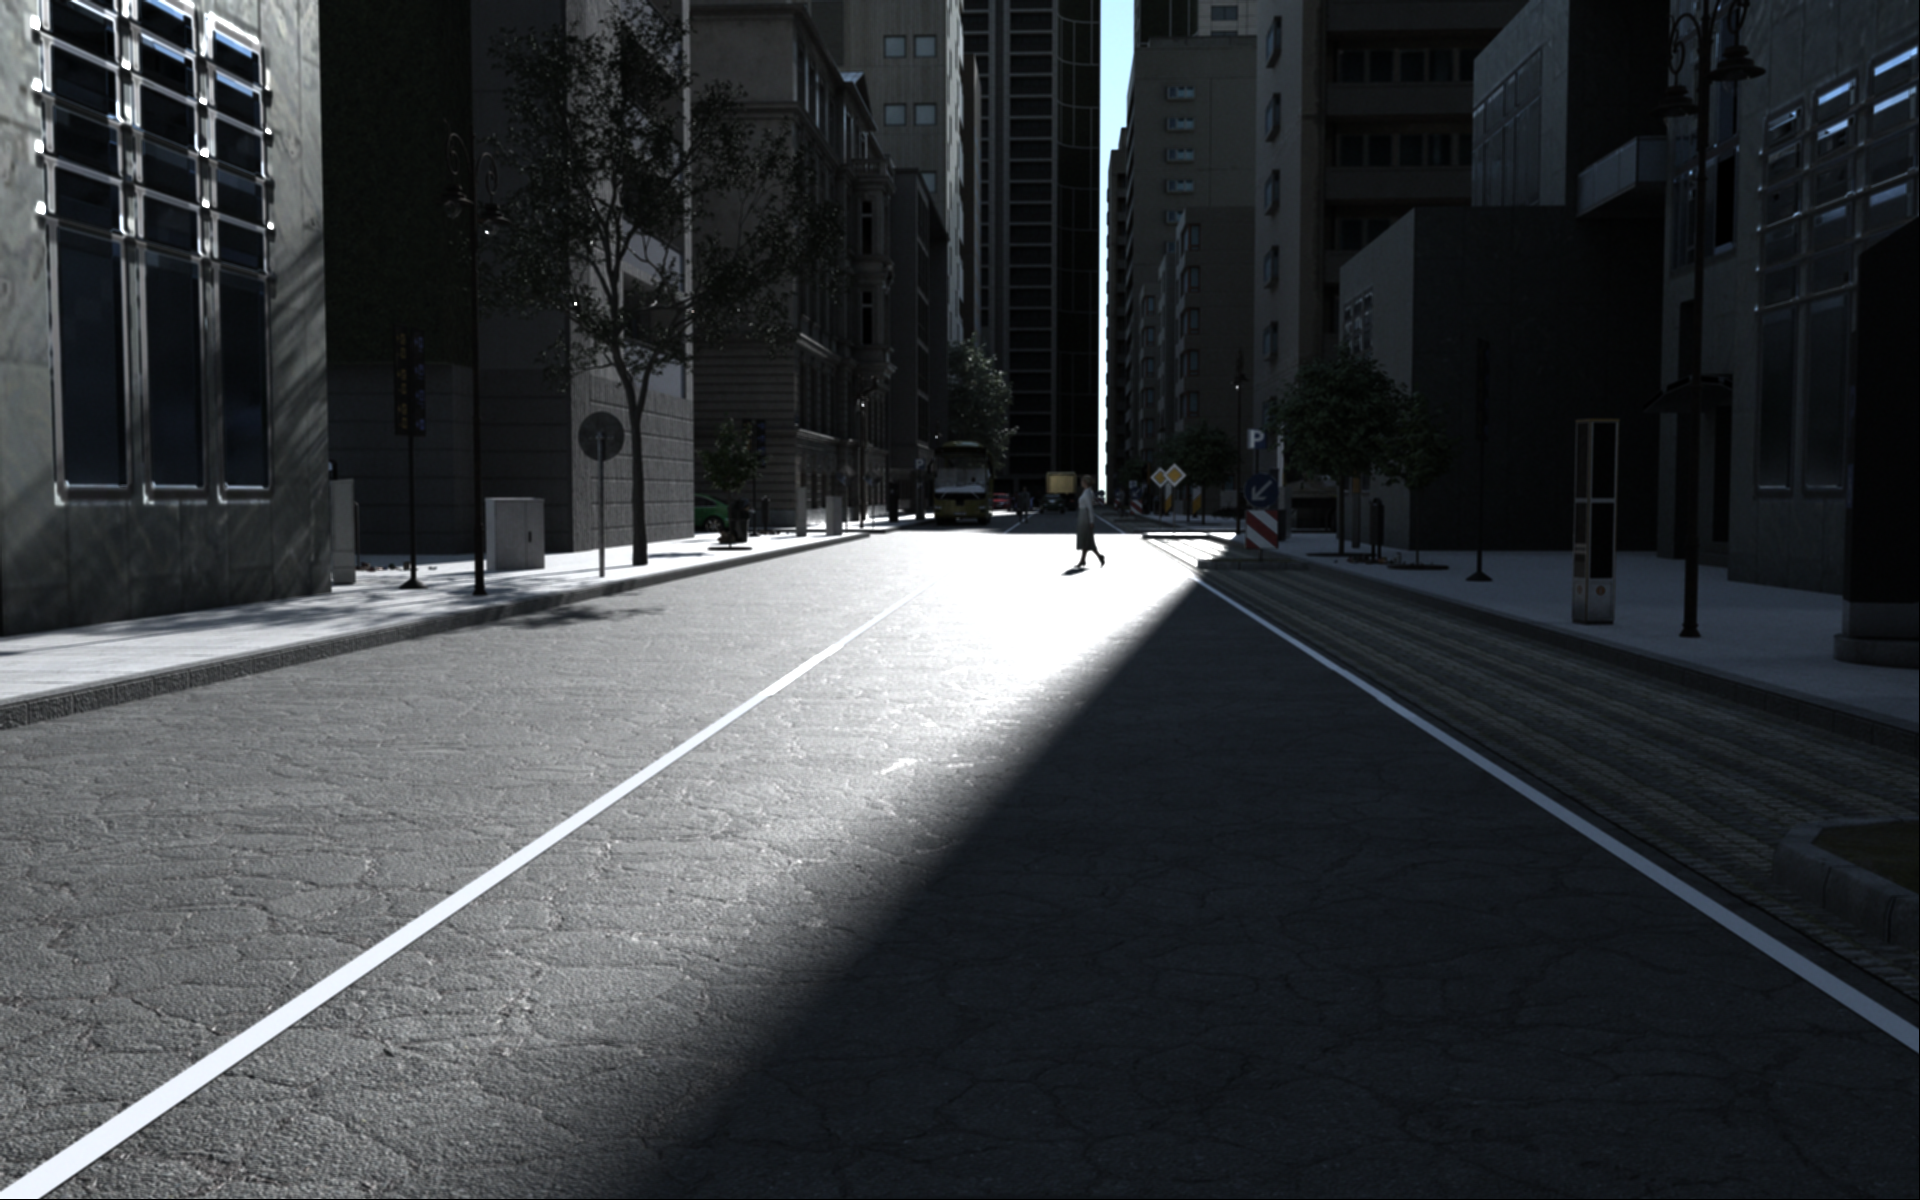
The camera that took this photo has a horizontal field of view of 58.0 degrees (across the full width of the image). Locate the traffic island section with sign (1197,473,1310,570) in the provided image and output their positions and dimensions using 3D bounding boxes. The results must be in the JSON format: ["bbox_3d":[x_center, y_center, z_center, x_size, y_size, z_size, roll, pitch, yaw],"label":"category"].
[{"bbox_3d":[5.592,-1.506,33.252,1.989,1.847,2.006,0,4,3],"label":"traffic island section with sign"}]

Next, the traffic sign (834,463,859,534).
[{"bbox_3d":[-3.691,-3.219,56.278,0.795,2.450,0.064,0,4,3],"label":"traffic sign"}]

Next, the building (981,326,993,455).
[{"bbox_3d":[-11.130,-21.815,201.711,28.899,21.520,27.650,0,4,3],"label":"building"}]

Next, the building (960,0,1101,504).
[{"bbox_3d":[8.410,-48.537,231.829,20.611,71.187,20.563,0,4,3],"label":"building"}]

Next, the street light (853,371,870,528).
[{"bbox_3d":[-3.692,-5.631,64.861,0.468,5.910,1.993,0,4,3],"label":"street light"}]

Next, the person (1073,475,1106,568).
[{"bbox_3d":[2.533,-1.530,33.747,0.641,1.798,0.478,1,4,17],"label":"person"}]

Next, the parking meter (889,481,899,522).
[{"bbox_3d":[-3.015,-4.475,78.882,0.399,1.863,0.255,2,4,28],"label":"parking meter"}]

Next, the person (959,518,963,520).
[{"bbox_3d":[0.052,-5.342,95.962,0.709,1.813,0.853,-2,4,-25],"label":"person"}]

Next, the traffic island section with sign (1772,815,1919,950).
[{"bbox_3d":[3.954,0.171,5.835,1.989,1.847,2.006,0,4,3],"label":"traffic island section with sign"}]

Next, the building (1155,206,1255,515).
[{"bbox_3d":[28.187,-16.698,118.055,27.650,21.520,28.899,0,4,3],"label":"building"}]

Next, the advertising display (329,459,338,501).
[{"bbox_3d":[-12.107,-1.662,32.393,0.974,1.923,0.123,1,4,10],"label":"advertising display"}]

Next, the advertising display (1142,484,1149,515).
[{"bbox_3d":[11.438,-6.212,106.772,0.123,1.923,0.974,-1,4,-14],"label":"advertising display"}]

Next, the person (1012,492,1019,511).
[{"bbox_3d":[4.673,-8.350,146.489,0.593,1.643,0.415,0,4,5],"label":"person"}]

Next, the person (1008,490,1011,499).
[{"bbox_3d":[5.085,-10.264,176.403,0.705,1.814,1.350,0,4,2],"label":"person"}]

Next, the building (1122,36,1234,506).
[{"bbox_3d":[28.350,-34.074,180.803,21.300,48.544,21.600,0,4,3],"label":"building"}]

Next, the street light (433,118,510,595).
[{"bbox_3d":[-6.111,-3.001,21.857,0.468,5.910,1.993,0,4,3],"label":"street light"}]

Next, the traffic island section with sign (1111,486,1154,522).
[{"bbox_3d":[8.838,-4.869,88.237,1.989,1.847,2.006,0,4,3],"label":"traffic island section with sign"}]

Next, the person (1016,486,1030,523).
[{"bbox_3d":[3.203,-4.792,86.947,0.694,1.812,0.767,-1,4,-9],"label":"person"}]

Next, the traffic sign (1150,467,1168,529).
[{"bbox_3d":[7.355,-3.667,63.605,0.795,2.450,0.064,0,4,3],"label":"traffic sign"}]

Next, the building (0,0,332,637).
[{"bbox_3d":[-18.230,-42.343,4.976,22.319,86.520,31.000,0,4,3],"label":"building"}]

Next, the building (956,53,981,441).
[{"bbox_3d":[-5.108,-32.046,174.063,14.600,45.320,14.200,0,4,3],"label":"building"}]

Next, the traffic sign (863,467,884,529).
[{"bbox_3d":[-3.220,-3.707,64.249,0.795,2.450,0.064,0,4,3],"label":"traffic sign"}]

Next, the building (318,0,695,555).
[{"bbox_3d":[-22.041,-30.792,45.451,28.212,58.520,21.231,0,4,3],"label":"building"}]

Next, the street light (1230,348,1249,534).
[{"bbox_3d":[8.850,-5.023,54.914,0.468,5.910,1.993,0,4,3],"label":"street light"}]

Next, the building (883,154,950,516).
[{"bbox_3d":[-8.713,-18.110,115.160,14.314,24.678,30.058,0,4,3],"label":"building"}]

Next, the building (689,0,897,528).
[{"bbox_3d":[-10.392,-16.116,82.582,14.460,24.649,34.723,0,4,3],"label":"building"}]

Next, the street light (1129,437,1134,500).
[{"bbox_3d":[13.645,-10.074,137.505,0.468,5.910,1.993,0,4,3],"label":"street light"}]

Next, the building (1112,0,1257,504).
[{"bbox_3d":[28.494,-46.664,201.206,20.563,71.187,20.611,0,4,3],"label":"building"}]

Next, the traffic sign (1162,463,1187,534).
[{"bbox_3d":[6.883,-3.180,55.634,0.795,2.450,0.064,0,4,3],"label":"traffic sign"}]

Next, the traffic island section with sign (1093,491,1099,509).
[{"bbox_3d":[13.418,-9.604,165.654,1.989,1.847,2.006,0,4,3],"label":"traffic island section with sign"}]

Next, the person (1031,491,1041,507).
[{"bbox_3d":[8.337,-11.166,191.204,1.348,1.807,0.705,1,4,23],"label":"person"}]

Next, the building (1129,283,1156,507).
[{"bbox_3d":[29.706,-19.011,155.865,27.650,21.520,28.899,0,4,3],"label":"building"}]

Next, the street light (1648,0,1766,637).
[{"bbox_3d":[6.565,-2.606,15.398,0.468,5.910,1.993,0,4,3],"label":"street light"}]

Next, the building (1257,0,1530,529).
[{"bbox_3d":[23.493,-27.434,72.240,21.600,48.544,21.300,0,4,3],"label":"building"}]

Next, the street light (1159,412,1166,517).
[{"bbox_3d":[11.466,-7.676,98.293,0.468,5.910,1.993,0,4,3],"label":"street light"}]

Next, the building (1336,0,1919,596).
[{"bbox_3d":[21.025,-43.933,30.973,22.319,86.520,31.000,0,4,3],"label":"building"}]

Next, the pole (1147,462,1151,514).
[{"bbox_3d":[12.192,-7.212,111.757,0.158,3.312,0.155,0,3,0],"label":"pole"}]

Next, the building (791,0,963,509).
[{"bbox_3d":[-13.695,-34.511,153.498,28.713,52.752,27.495,0,4,3],"label":"building"}]

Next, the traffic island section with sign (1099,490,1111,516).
[{"bbox_3d":[10.459,-6.535,115.469,1.989,1.847,2.006,0,4,3],"label":"traffic island section with sign"}]

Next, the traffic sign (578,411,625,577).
[{"bbox_3d":[-5.542,-1.629,26.742,0.768,2.556,0.104,1,4,13],"label":"traffic sign"}]

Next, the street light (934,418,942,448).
[{"bbox_3d":[-1.342,-8.058,104.533,0.468,5.910,1.993,0,4,3],"label":"street light"}]

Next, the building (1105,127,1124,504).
[{"bbox_3d":[30.299,-37.168,231.390,21.600,48.544,21.300,0,4,3],"label":"building"}]

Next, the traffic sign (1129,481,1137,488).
[{"bbox_3d":[13.222,-7.966,132.381,0.606,2.300,0.079,1,4,11],"label":"traffic sign"}]

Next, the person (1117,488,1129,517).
[{"bbox_3d":[10.105,-6.082,108.057,0.853,1.813,0.709,-1,4,-15],"label":"person"}]

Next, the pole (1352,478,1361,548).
[{"bbox_3d":[9.398,-2.885,41.010,0.158,3.312,0.155,0,3,0],"label":"pole"}]

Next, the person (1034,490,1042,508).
[{"bbox_3d":[7.988,-10.237,176.018,1.348,1.807,0.705,-3,4,-37],"label":"person"}]
